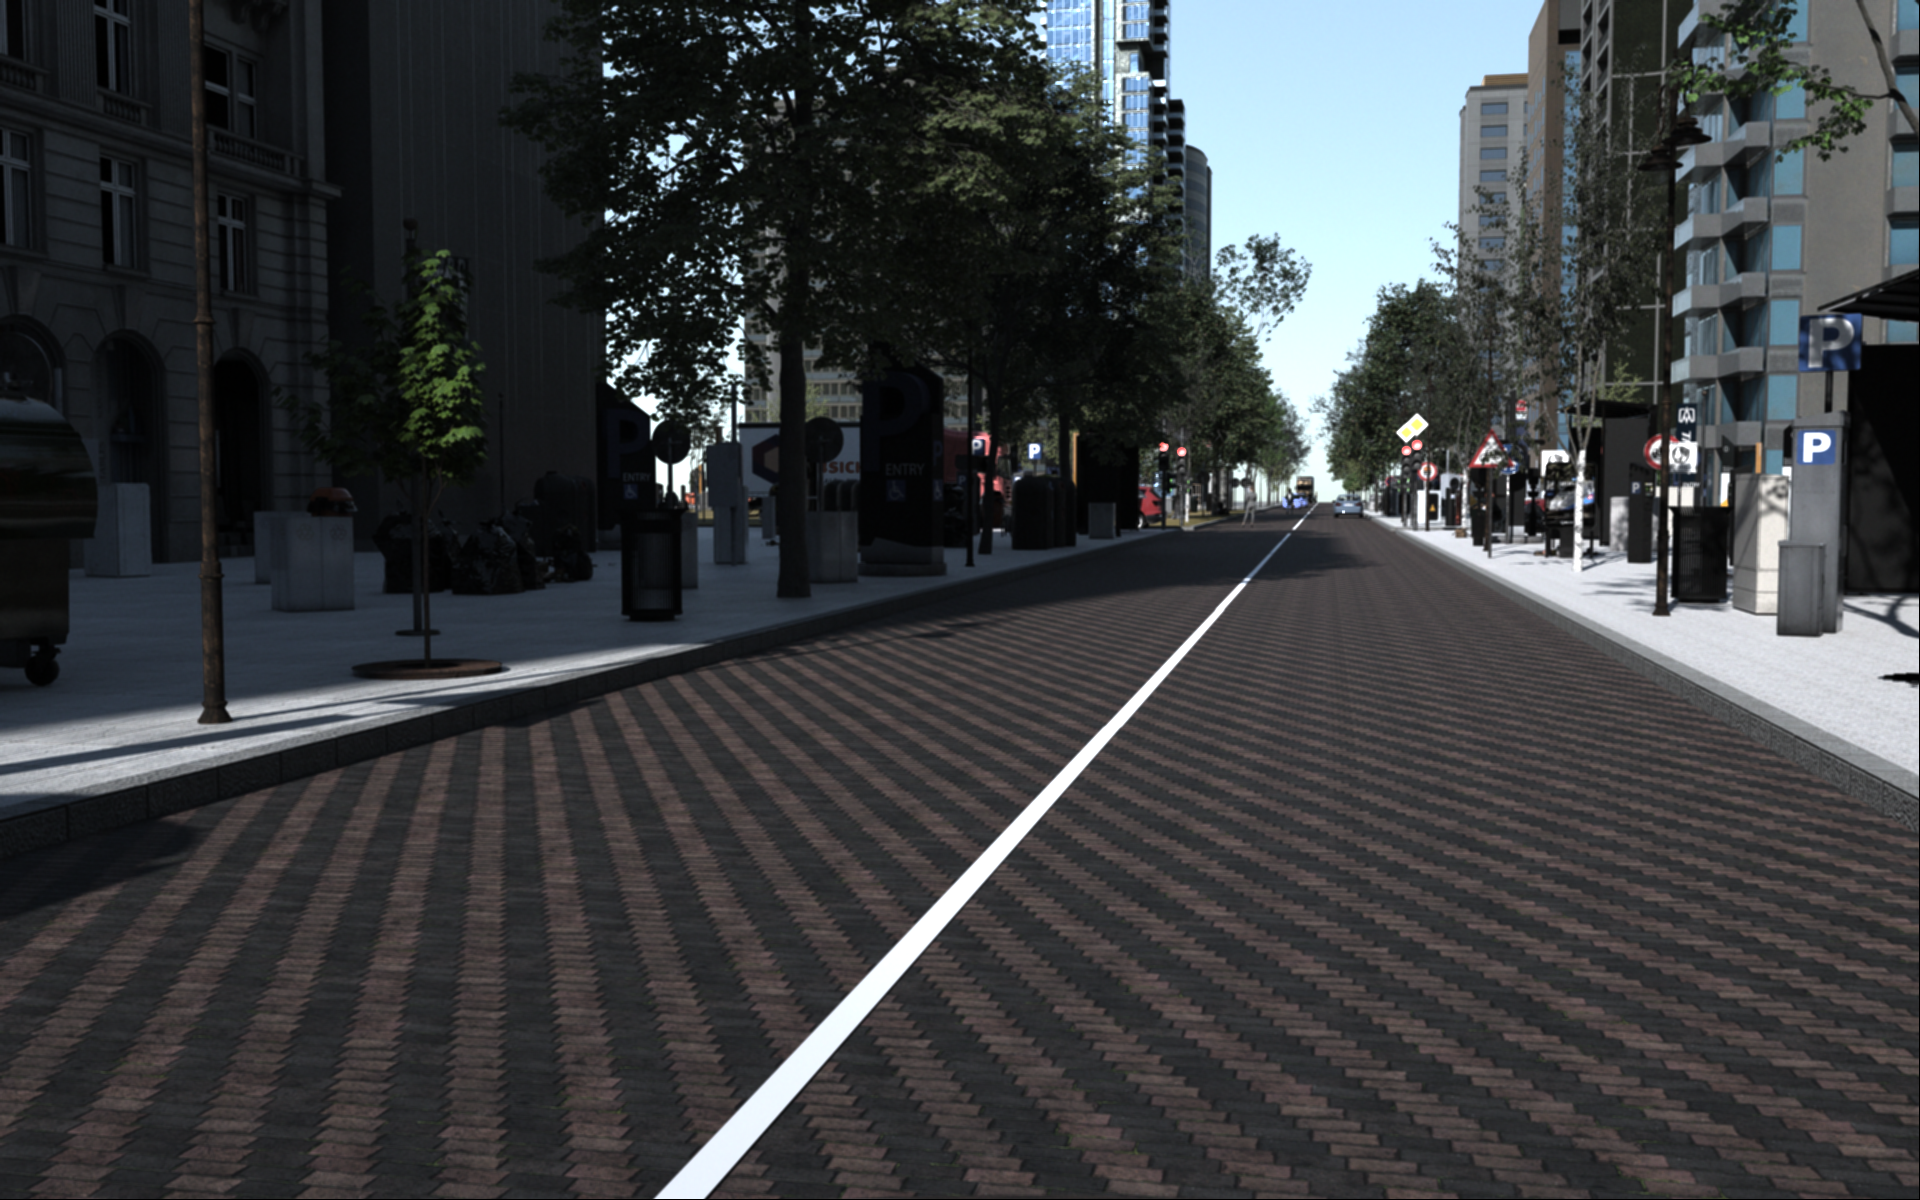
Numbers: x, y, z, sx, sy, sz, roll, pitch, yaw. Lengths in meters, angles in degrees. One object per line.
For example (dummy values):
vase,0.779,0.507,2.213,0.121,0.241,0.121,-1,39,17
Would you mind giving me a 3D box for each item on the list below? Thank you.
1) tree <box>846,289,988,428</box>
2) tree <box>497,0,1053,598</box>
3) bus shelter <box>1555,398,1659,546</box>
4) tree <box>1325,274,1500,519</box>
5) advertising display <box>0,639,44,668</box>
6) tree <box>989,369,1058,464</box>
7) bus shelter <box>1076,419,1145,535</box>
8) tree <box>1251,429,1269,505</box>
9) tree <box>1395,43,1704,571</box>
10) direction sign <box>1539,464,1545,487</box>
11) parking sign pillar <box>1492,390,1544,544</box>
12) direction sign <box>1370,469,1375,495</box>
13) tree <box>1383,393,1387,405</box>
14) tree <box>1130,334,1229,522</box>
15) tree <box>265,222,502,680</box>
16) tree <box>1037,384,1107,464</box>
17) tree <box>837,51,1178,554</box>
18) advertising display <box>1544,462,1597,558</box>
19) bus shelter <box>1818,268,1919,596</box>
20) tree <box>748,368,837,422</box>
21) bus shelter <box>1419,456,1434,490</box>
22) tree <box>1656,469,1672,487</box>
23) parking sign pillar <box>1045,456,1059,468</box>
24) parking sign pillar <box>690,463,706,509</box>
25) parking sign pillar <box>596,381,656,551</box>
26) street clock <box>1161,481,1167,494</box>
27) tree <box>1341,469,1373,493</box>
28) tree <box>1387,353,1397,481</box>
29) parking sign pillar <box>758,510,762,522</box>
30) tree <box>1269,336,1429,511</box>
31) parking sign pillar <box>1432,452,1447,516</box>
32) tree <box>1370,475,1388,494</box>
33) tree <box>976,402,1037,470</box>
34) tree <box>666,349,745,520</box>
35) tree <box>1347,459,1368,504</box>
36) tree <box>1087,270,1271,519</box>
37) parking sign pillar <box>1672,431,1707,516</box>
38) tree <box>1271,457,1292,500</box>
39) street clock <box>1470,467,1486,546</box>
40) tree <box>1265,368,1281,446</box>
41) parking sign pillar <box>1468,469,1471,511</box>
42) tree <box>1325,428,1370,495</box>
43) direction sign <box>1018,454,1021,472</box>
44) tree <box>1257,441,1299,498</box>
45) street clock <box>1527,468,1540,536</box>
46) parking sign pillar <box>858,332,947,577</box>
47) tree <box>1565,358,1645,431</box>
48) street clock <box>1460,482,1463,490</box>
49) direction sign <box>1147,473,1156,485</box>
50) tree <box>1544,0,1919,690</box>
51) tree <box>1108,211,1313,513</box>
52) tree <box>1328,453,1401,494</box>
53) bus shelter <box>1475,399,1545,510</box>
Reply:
tree,-1.583,-6.552,57.484,4.360,8.622,3.978,0,3,0
tree,-1.721,-6.293,21.013,7.486,12.596,7.792,0,3,0
bus shelter,16.874,-3.310,45.400,1.731,3.624,6.357,1,4,12
tree,23.830,-10.619,90.630,9.611,12.733,9.660,0,3,0
advertising display,-7.062,-0.466,12.825,0.974,1.923,0.123,2,4,31
tree,3.029,-8.748,93.387,4.360,8.622,3.978,0,3,0
bus shelter,5.113,-4.039,57.315,1.731,3.624,6.357,1,4,12
tree,35.021,-17.423,195.230,12.009,13.543,11.850,0,3,0
tree,10.211,-4.798,28.807,4.360,8.622,3.978,0,3,0
direction sign,44.577,-8.574,132.187,0.876,3.537,0.379,-1,4,-17
parking sign pillar,14.585,-3.480,45.374,1.447,3.967,1.447,1,4,16
direction sign,32.944,-8.936,138.092,0.876,3.537,0.379,-3,5,-41
tree,22.202,-8.073,82.357,4.360,8.622,3.978,0,3,0
tree,10.212,-7.883,79.245,4.360,8.622,3.978,0,3,0
tree,-3.814,-1.094,12.496,1.663,3.219,1.824,0,3,0
tree,7.944,-9.650,108.140,4.737,8.622,4.395,0,3,0
tree,0.841,-6.246,36.532,7.601,10.594,8.767,2,4,23
advertising display,12.237,-1.806,34.735,0.974,1.923,0.123,2,4,25
bus shelter,10.981,-1.677,18.701,1.731,3.624,6.357,1,4,12
tree,-9.788,-9.176,100.391,4.737,8.622,4.395,0,3,0
bus shelter,32.145,-8.604,118.304,2.179,5.291,8.768,1,4,12
tree,44.325,-7.885,112.636,4.285,4.588,4.351,0,3,0
parking sign pillar,6.786,-8.290,124.018,1.447,3.967,1.447,0,4,-8
parking sign pillar,-22.399,-9.758,148.021,1.447,3.967,1.447,1,4,18
parking sign pillar,-7.682,-3.145,39.890,1.447,3.967,1.447,-2,4,-35
street clock,11.550,-5.720,98.084,0.358,2.002,0.471,1,4,20
tree,45.986,-13.136,198.480,4.285,4.588,4.351,0,3,0
tree,15.442,-6.216,51.988,4.360,8.622,3.978,0,3,0
parking sign pillar,-8.475,-5.526,78.830,1.447,3.967,1.447,0,4,5
tree,31.035,-13.382,129.158,12.009,13.543,11.850,0,3,0
parking sign pillar,28.090,-6.967,102.389,1.447,3.967,1.447,0,4,-3
tree,35.167,-9.129,143.862,1.663,3.219,1.824,0,3,0
tree,3.625,-10.098,115.460,4.737,8.622,4.395,0,3,0
tree,-12.979,-8.329,86.540,4.360,8.622,3.978,0,3,0
tree,41.860,-14.031,179.770,4.737,8.622,4.395,0,3,0
tree,11.309,-10.527,89.132,9.611,12.733,9.660,0,3,0
parking sign pillar,30.931,-5.198,73.464,1.447,3.967,1.447,3,5,41
tree,50.781,-19.896,275.654,4.360,8.622,3.978,0,3,0
street clock,12.833,-2.339,42.812,0.471,2.002,0.358,-3,5,-41
tree,15.588,-11.350,103.696,7.486,12.596,7.792,0,3,0
parking sign pillar,39.171,-8.749,131.513,1.447,3.967,1.447,3,5,41
tree,51.456,-18.828,225.956,7.486,12.596,7.792,0,3,0
direction sign,3.113,-6.528,98.728,0.876,3.537,0.379,-2,4,-32
tree,43.059,-17.616,238.381,4.737,8.622,4.395,0,3,0
street clock,15.944,-2.668,48.194,0.358,2.002,0.471,1,4,9
parking sign pillar,-0.925,-2.384,27.457,1.447,3.967,1.447,2,4,26
tree,34.811,-8.731,93.113,4.737,8.622,4.395,0,3,0
street clock,31.066,-6.301,107.593,0.358,2.002,0.471,0,4,7
direction sign,15.659,-9.178,142.050,0.876,3.537,0.379,3,4,38
tree,6.779,-5.222,11.140,9.928,11.665,9.643,0,3,0
tree,16.534,-15.963,116.883,12.611,20.169,13.585,0,3,0
tree,40.163,-14.164,165.994,8.767,10.594,7.601,3,5,41
bus shelter,22.295,-5.697,70.773,2.179,5.291,8.768,1,4,12
